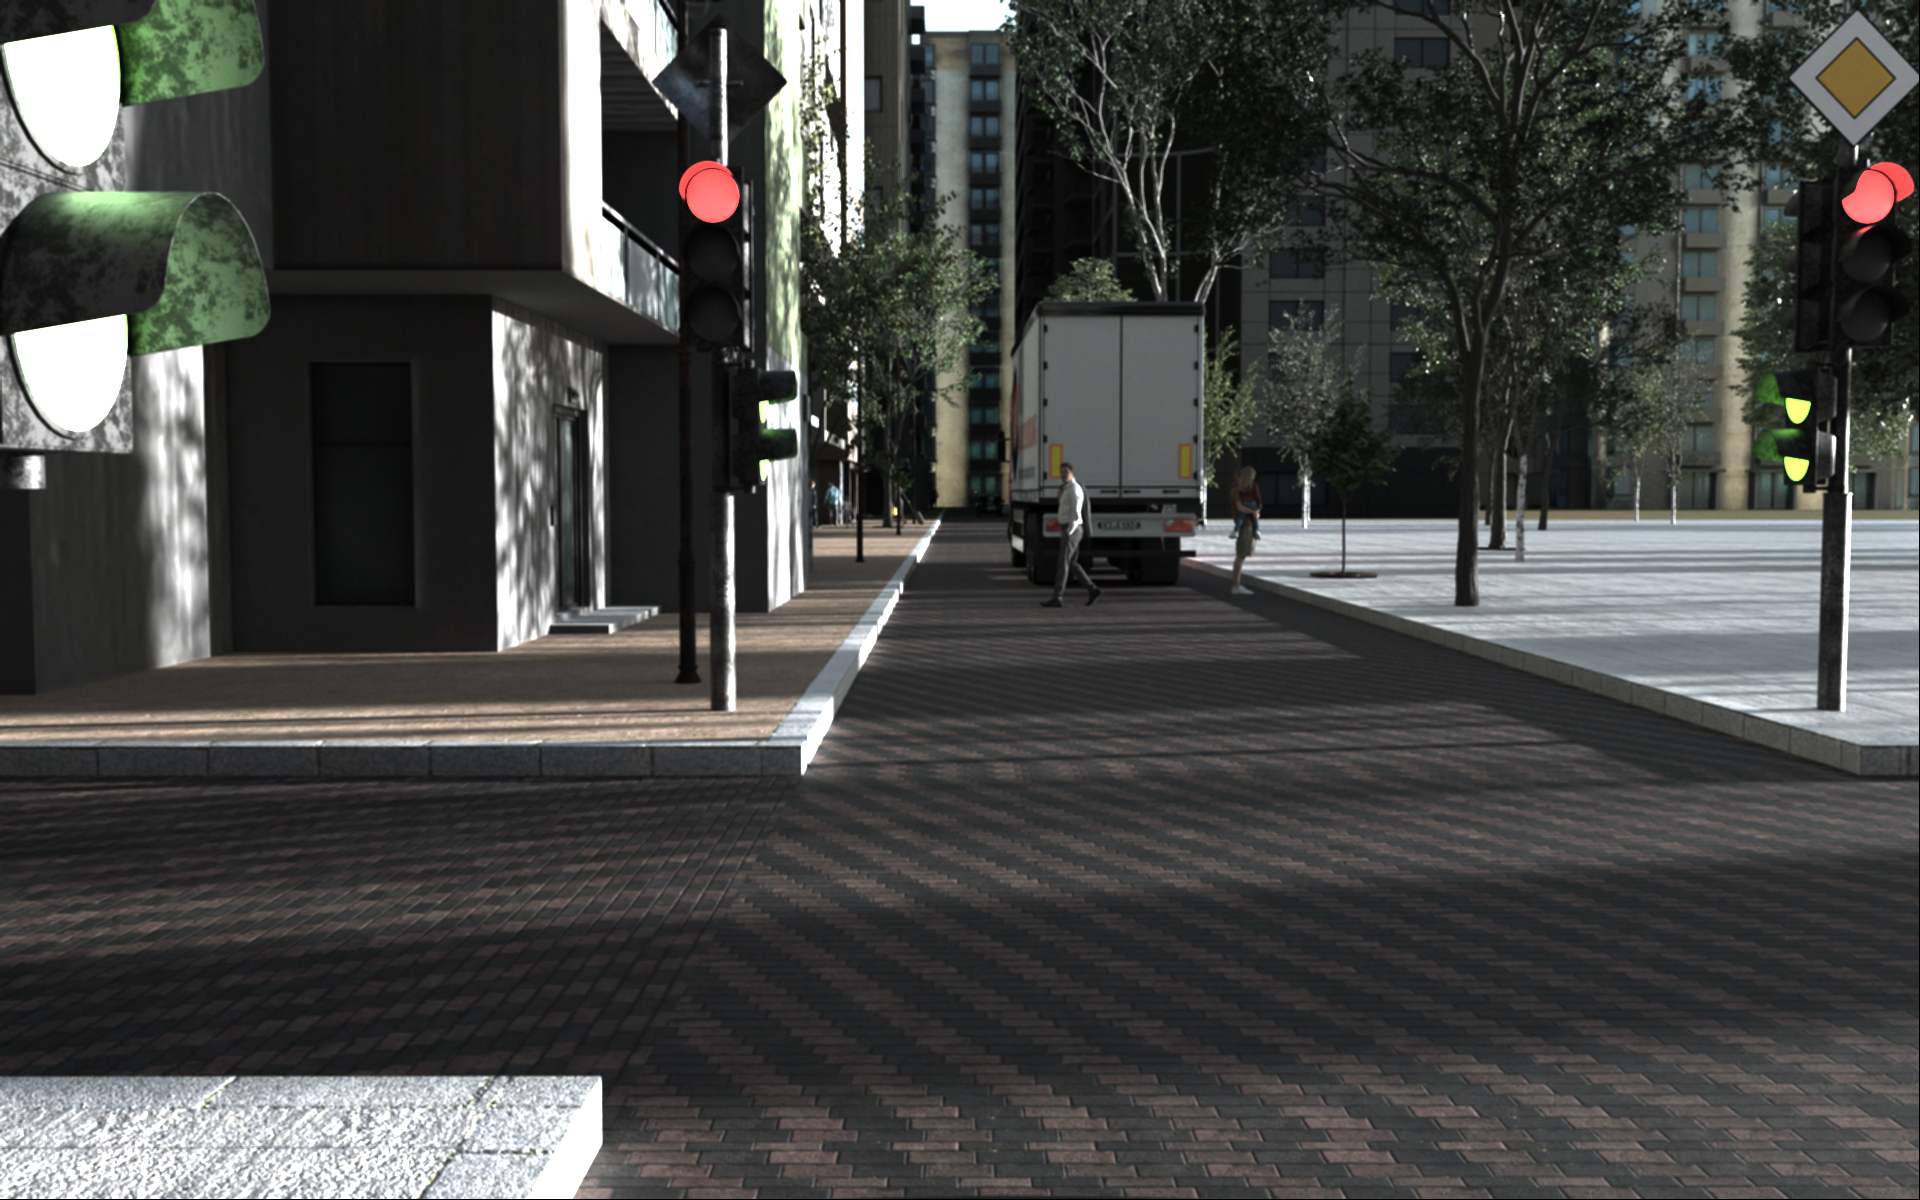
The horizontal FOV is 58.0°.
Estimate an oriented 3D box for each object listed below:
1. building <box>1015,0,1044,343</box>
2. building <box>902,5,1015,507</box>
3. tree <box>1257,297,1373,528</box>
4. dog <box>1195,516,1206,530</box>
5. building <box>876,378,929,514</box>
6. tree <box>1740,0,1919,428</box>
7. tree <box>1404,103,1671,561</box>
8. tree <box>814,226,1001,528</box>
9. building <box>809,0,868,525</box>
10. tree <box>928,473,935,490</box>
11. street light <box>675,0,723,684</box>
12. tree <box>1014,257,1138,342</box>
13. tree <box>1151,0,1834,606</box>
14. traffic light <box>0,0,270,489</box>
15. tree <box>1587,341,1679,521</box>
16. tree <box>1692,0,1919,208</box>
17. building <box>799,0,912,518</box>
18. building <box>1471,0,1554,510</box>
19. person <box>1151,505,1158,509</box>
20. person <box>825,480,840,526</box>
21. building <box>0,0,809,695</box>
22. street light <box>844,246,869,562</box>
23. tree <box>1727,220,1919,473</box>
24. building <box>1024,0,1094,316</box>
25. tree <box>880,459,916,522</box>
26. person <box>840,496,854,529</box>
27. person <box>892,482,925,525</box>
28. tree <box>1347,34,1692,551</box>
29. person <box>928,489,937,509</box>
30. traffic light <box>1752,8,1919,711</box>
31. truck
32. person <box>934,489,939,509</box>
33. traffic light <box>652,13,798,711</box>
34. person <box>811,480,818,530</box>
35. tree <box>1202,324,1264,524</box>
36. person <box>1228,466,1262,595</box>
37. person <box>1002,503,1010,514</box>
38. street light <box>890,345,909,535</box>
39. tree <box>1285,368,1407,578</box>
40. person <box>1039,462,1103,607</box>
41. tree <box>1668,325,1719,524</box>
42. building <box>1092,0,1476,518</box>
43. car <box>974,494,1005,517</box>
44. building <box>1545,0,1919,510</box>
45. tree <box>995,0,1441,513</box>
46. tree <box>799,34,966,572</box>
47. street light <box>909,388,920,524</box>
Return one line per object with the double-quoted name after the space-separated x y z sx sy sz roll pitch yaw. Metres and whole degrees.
15.766 -32.186 149.935 21.300 48.544 21.600 0 4 0 "building"
8.753 -34.277 180.034 30.456 49.044 23.786 0 4 0 "building"
13.319 -7.050 65.624 4.360 8.622 3.978 0 3 0 "tree"
8.583 -2.762 61.983 0.406 0.507 0.540 1 4 16 "dog"
-12.573 -41.811 121.869 20.563 71.187 20.611 0 4 0 "building"
18.762 -6.882 29.526 9.611 12.733 9.660 0 3 0 "tree"
10.701 -5.062 33.122 4.360 8.622 3.978 0 3 0 "tree"
-2.604 -8.587 66.153 9.928 11.665 9.643 0 3 0 "tree"
-11.555 -26.140 77.499 14.600 45.320 14.200 0 4 0 "building"
-2.955 -8.620 135.545 1.663 3.219 1.824 0 3 0 "tree"
-1.853 -2.375 11.623 0.468 5.910 1.993 0 4 0 "street light"
6.056 -10.137 83.867 7.486 12.596 7.792 0 3 0 "tree"
5.554 -5.196 19.373 7.601 10.594 8.767 -3 5 -42 "tree"
-1.367 -0.812 2.190 0.839 4.253 0.868 0 4 0 "traffic light"
31.934 -8.036 81.745 4.737 8.622 4.395 0 3 0 "tree"
25.956 -11.630 46.036 12.611 20.169 13.585 0 3 0 "tree"
-16.463 -31.131 98.232 28.713 52.752 27.495 0 4 0 "building"
39.073 -32.180 149.845 21.600 48.544 21.300 0 4 0 "building"
7.476 -3.428 66.368 0.640 1.303 0.475 -2 4 -33 "person"
-5.198 -3.952 70.514 0.638 1.841 0.748 -1 4 -11 "person"
-9.084 -20.316 15.754 14.154 41.232 14.086 0 4 0 "building"
-1.891 -3.654 32.534 0.468 5.910 1.993 0 4 0 "street light"
30.337 -8.667 59.827 7.486 12.596 7.792 0 3 0 "tree"
15.950 -28.761 124.864 22.147 44.769 28.867 0 4 0 "building"
-3.108 -5.230 80.109 1.663 3.219 1.824 0 3 0 "tree"
-4.205 -3.263 64.407 0.505 1.210 0.382 -1 4 -22 "person"
-2.189 -3.992 71.532 1.509 1.804 0.699 -1 4 -17 "person"
12.521 -6.950 39.393 9.928 11.665 9.643 0 3 0 "tree"
-2.344 -8.588 146.544 0.705 1.812 1.348 -2 4 -32 "person"
5.172 -1.302 10.209 0.839 4.253 0.868 0 4 0 "traffic light"
2.242 -2.563 30.819 2.839 4.237 11.283 0 4 -1 "truck"
-2.287 -8.992 153.842 0.721 1.735 1.217 -3 4 -39 "person"
-1.389 -1.300 10.175 0.839 4.253 0.868 0 4 0 "traffic light"
-5.315 -3.390 61.896 0.576 1.772 0.534 2 4 35 "person"
10.739 -7.580 74.298 4.737 8.622 4.395 0 3 0 "tree"
4.070 -1.000 24.829 0.573 1.828 0.580 -2 4 -33 "person"
1.486 -2.314 46.695 0.716 1.782 0.532 -1 4 -8 "person"
-1.917 -4.960 53.876 0.468 5.910 1.993 0 4 0 "street light"
6.067 -1.964 26.706 1.663 3.219 1.824 0 3 0 "tree"
1.412 -0.823 22.051 0.850 1.850 0.679 -1 4 -10 "person"
30.276 -7.554 73.873 4.360 8.622 3.978 0 3 0 "tree"
16.490 -40.434 99.344 20.563 71.187 20.611 0 4 0 "building"
1.908 -6.166 110.607 2.009 1.686 4.222 0 4 -1 "car"
66.109 -32.416 149.604 30.456 49.044 23.786 0 4 0 "building"
7.361 -11.931 50.961 12.611 20.169 13.585 0 3 0 "tree"
-2.338 -4.763 28.237 4.737 8.622 4.395 0 3 0 "tree"
-1.971 -6.209 74.310 0.468 5.910 1.993 0 4 0 "street light"
